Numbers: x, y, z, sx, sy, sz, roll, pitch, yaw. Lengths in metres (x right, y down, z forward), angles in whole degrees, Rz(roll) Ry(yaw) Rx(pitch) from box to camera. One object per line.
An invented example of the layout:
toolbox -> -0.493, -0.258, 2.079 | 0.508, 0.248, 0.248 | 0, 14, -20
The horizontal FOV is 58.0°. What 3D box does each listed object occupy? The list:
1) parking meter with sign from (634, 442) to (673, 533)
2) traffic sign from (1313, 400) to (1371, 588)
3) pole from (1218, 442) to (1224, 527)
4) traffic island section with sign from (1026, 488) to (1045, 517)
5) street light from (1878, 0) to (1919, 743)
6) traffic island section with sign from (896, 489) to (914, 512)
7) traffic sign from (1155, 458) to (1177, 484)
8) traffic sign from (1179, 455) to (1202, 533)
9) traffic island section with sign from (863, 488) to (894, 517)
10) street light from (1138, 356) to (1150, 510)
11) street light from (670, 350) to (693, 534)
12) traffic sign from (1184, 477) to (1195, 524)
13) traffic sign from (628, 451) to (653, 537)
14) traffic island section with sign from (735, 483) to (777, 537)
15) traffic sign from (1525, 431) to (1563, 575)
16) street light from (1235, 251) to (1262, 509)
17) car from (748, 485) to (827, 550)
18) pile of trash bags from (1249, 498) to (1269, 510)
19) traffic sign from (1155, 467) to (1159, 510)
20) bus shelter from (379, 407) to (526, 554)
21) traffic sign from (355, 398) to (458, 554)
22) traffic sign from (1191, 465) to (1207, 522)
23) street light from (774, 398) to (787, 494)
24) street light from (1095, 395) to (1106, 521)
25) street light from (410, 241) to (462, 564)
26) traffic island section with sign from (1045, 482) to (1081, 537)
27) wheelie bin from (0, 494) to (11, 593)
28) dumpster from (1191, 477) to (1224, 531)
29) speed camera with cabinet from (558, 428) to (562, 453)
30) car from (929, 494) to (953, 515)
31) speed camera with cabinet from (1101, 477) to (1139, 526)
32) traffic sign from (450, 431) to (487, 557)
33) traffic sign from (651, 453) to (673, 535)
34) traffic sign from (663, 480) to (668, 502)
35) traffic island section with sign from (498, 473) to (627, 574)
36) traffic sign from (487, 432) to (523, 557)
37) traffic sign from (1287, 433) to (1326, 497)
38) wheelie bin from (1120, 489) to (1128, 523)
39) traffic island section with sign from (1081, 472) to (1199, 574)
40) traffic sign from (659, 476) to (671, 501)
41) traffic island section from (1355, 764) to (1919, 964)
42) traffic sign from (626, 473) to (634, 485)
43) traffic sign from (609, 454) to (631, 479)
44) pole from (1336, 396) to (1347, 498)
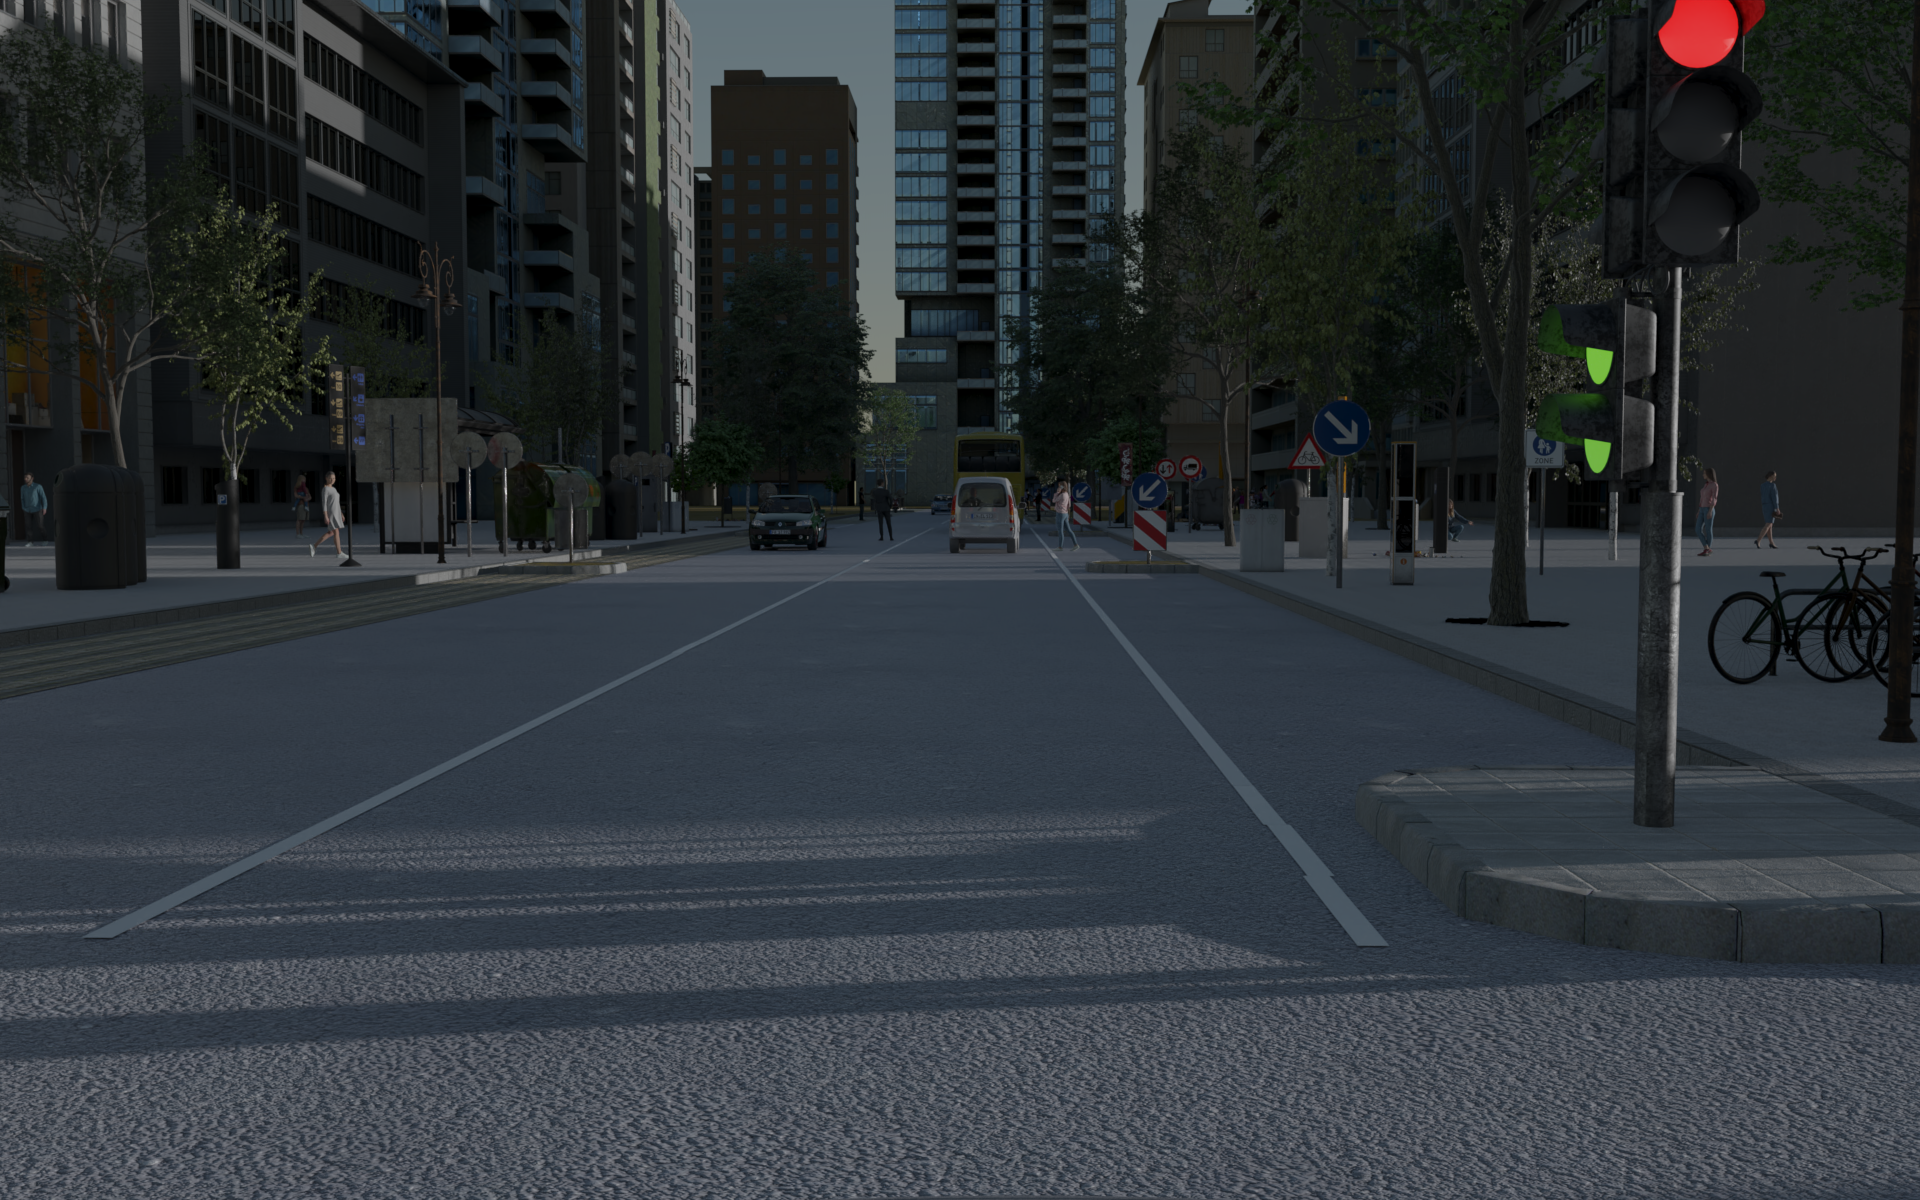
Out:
parking meter with sign -> -10.508, -3.766, 57.827 | 1.738, 3.016, 0.543 | -2, 4, -28
traffic sign -> 5.168, -1.432, 23.521 | 0.768, 2.556, 0.104 | 0, 4, 7
pole -> 10.176, -4.500, 67.415 | 0.158, 3.312, 0.155 | 0, 3, 0
traffic island section with sign -> 5.226, -6.106, 108.454 | 1.989, 1.847, 2.006 | 0, 4, 1
street light -> 4.878, -2.204, 8.830 | 0.468, 5.910, 1.993 | 0, 4, 1
traffic island section with sign -> -4.609, -7.799, 136.144 | 1.989, 1.847, 2.006 | 0, 4, 1
traffic sign -> 7.369, -3.780, 61.914 | 0.768, 2.556, 0.104 | 1, 4, 10
traffic sign -> 7.512, -3.452, 56.551 | 0.768, 2.556, 0.104 | 0, 4, 4
traffic island section with sign -> -5.279, -6.149, 109.171 | 1.989, 1.847, 2.006 | 0, 4, 1
street light -> 5.898, -5.131, 56.680 | 0.468, 5.910, 1.993 | 0, 4, 1
street light -> -8.934, -5.074, 55.749 | 0.468, 5.910, 1.993 | 0, 4, 1
traffic sign -> 9.939, -4.529, 74.154 | 0.768, 2.556, 0.104 | 1, 4, 8
traffic sign -> -9.511, -3.148, 51.583 | 0.768, 2.556, 0.104 | 0, 4, 3
traffic island section with sign -> -6.507, -3.061, 58.671 | 1.989, 1.847, 2.006 | 0, 4, 1
traffic sign -> 9.204, -1.543, 27.354 | 0.606, 2.300, 0.079 | 0, 4, 7
street light -> 5.443, -3.671, 32.812 | 0.468, 5.910, 1.993 | 0, 4, 1
car -> -4.486, -2.182, 45.465 | 2.009, 1.686, 4.222 | 0, 4, 1
pile of trash bags -> 10.172, -2.780, 55.197 | 1.912, 1.369, 3.447 | 0, 4, 0
traffic sign -> 9.261, -4.941, 80.899 | 0.768, 2.556, 0.104 | 0, 4, 3
bus shelter -> -11.667, -2.797, 39.650 | 2.014, 3.302, 5.546 | 0, 4, 1
traffic sign -> -11.743, -2.622, 36.736 | 2.265, 3.308, 0.079 | 0, 4, 7
traffic sign -> 9.923, -4.419, 72.364 | 0.768, 2.556, 0.104 | 0, 4, 6
street light -> -8.348, -6.579, 80.351 | 0.468, 5.910, 1.993 | 0, 4, 1
street light -> 6.576, -6.633, 81.237 | 0.468, 5.910, 1.993 | 0, 4, 1
street light -> -9.596, -3.615, 31.886 | 0.468, 5.910, 1.993 | 0, 4, 1
traffic island section with sign -> 4.019, -3.090, 59.143 | 1.989, 1.847, 2.006 | 0, 4, 1
wheelie bin -> -12.700, -0.878, 22.266 | 0.693, 1.594, 0.980 | 0, 4, -6
dumpster -> 8.855, -3.391, 61.195 | 1.264, 1.857, 1.865 | 0, 4, 2
speed camera with cabinet -> -12.187, -3.557, 52.500 | 0.660, 3.252, 2.038 | 0, 4, -4
car -> -1.117, -6.604, 119.975 | 2.014, 1.417, 4.499 | 0, 4, 0
speed camera with cabinet -> 6.724, -4.623, 69.920 | 2.038, 3.252, 0.660 | -1, 4, -22
traffic sign -> -10.000, -2.149, 35.238 | 0.768, 2.556, 0.104 | 0, 4, 5
traffic sign -> -9.343, -3.304, 54.126 | 0.768, 2.556, 0.104 | 0, 4, 6
traffic sign -> -12.655, -4.581, 75.013 | 0.768, 2.556, 0.104 | 1, 4, 9
traffic island section with sign -> -7.184, -1.406, 31.623 | 1.989, 1.847, 2.006 | 0, 4, 1
traffic sign -> -9.334, -2.164, 35.495 | 0.768, 2.556, 0.104 | 1, 4, 9
traffic sign -> 7.372, -2.243, 36.675 | 0.884, 2.594, 0.081 | 0, 4, 4
wheelie bin -> 7.284, -4.193, 76.470 | 0.693, 1.594, 0.980 | 0, 4, -5
traffic island section with sign -> 3.351, -1.441, 32.196 | 1.989, 1.847, 2.006 | 0, 4, 1
traffic sign -> -10.685, -3.908, 63.892 | 0.884, 2.594, 0.081 | 1, 4, 11
traffic island section -> 2.716, 0.951, 6.728 | 2.009, 0.180, 2.903 | 0, 4, 1
traffic sign -> -12.175, -3.938, 64.490 | 0.768, 2.556, 0.104 | 1, 4, 9
traffic sign -> -10.748, -3.352, 54.904 | 0.768, 2.556, 0.104 | 0, 4, 8
pole -> 7.985, -2.595, 36.265 | 0.158, 3.312, 0.155 | 0, 3, 0
